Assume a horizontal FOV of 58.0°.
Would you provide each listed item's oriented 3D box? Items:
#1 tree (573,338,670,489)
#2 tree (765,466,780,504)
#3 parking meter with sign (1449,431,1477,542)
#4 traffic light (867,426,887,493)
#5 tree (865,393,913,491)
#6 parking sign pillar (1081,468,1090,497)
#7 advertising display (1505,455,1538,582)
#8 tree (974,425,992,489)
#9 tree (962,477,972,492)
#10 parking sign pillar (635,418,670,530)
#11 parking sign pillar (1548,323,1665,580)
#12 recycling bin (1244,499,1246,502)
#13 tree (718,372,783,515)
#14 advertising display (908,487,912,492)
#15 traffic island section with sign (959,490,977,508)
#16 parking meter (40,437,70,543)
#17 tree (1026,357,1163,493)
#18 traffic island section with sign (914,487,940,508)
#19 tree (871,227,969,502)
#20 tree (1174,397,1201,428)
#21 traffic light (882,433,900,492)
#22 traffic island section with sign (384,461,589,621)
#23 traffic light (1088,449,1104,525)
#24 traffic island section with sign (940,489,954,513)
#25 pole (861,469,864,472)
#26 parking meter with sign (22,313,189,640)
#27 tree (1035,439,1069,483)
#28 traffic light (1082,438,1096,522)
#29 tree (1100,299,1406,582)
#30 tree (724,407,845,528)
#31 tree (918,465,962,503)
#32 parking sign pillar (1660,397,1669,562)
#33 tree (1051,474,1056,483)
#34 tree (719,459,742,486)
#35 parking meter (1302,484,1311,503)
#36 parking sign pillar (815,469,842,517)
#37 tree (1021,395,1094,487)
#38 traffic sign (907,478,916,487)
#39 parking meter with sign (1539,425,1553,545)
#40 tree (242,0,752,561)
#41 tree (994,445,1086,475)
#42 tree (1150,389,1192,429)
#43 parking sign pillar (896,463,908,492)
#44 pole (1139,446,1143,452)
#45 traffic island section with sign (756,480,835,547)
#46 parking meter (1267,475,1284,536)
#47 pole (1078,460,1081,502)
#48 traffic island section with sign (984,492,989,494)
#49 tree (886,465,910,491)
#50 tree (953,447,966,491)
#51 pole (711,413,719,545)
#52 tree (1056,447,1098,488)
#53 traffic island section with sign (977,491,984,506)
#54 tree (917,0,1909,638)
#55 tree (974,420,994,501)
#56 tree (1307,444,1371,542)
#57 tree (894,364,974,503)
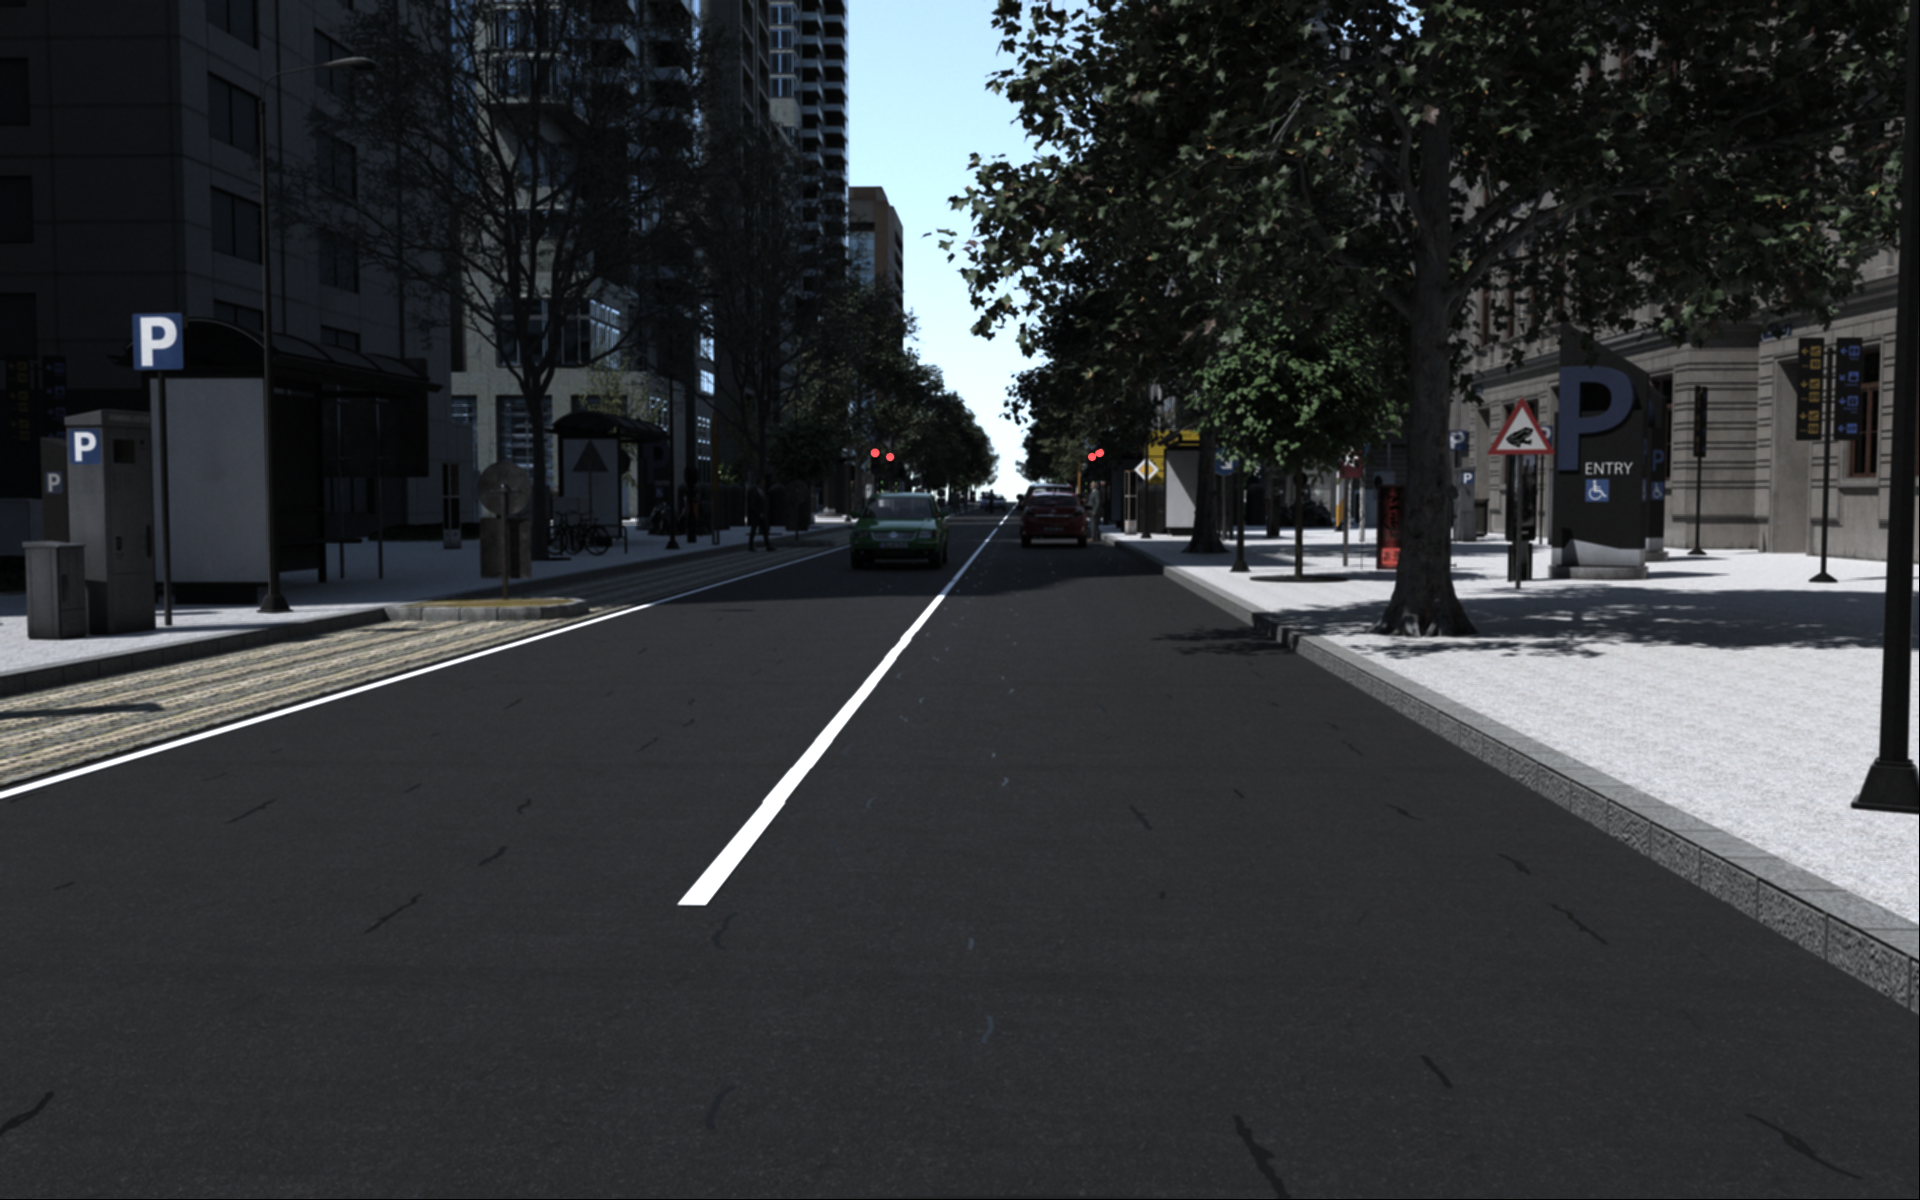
[{"bbox_3d":[-16.225,-8.087,82.579,4.737,8.622,4.395,0,3,0],"label":"tree"},{"bbox_3d":[-12.923,-7.522,117.586,1.663,3.219,1.824,0,3,0],"label":"tree"},{"bbox_3d":[13.630,-3.096,46.880,0.543,3.016,1.738,0,4,2],"label":"parking meter with sign"},{"bbox_3d":[-3.475,-5.071,71.825,0.839,4.253,0.868,0,4,2],"label":"traffic light"},{"bbox_3d":[-4.824,-10.301,118.790,4.360,8.622,3.978,0,3,0],"label":"tree"},{"bbox_3d":[10.032,-8.976,135.229,1.447,3.967,1.447,-3,5,-39],"label":"parking sign pillar"},{"bbox_3d":[8.306,-1.249,25.638,0.123,1.923,0.974,3,4,37],"label":"advertising display"},{"bbox_3d":[0.633,-20.414,251.897,7.486,12.596,7.792,0,3,0],"label":"tree"},{"bbox_3d":[0.129,-15.140,231.259,4.285,4.588,4.351,0,3,0],"label":"tree"},{"bbox_3d":[-10.892,-4.493,61.938,1.447,3.967,1.447,3,5,42],"label":"parking sign pillar"},{"bbox_3d":[9.754,-2.318,26.373,1.447,3.967,1.447,2,4,32],"label":"parking sign pillar"},{"bbox_3d":[15.461,-4.877,92.293,0.722,1.027,0.722,-3,5,-43],"label":"recycling bin"},{"bbox_3d":[-12.801,-9.498,105.646,4.737,8.622,4.395,0,3,0],"label":"tree"},{"bbox_3d":[-4.308,-8.191,139.138,0.974,1.923,0.123,1,4,19],"label":"advertising display"},{"bbox_3d":[0.513,-10.436,179.252,1.989,1.847,2.006,0,4,2],"label":"traffic island section with sign"},{"bbox_3d":[-9.229,-0.745,17.885,0.399,1.863,0.255,1,4,18],"label":"parking meter"},{"bbox_3d":[7.748,-10.854,95.590,7.486,12.596,7.792,0,3,0],"label":"tree"},{"bbox_3d":[-2.357,-5.762,102.830,1.989,1.847,2.006,0,4,2],"label":"traffic island section with sign"},{"bbox_3d":[-6.305,-8.780,53.931,12.009,13.543,11.850,0,3,0],"label":"tree"},{"bbox_3d":[16.577,-10.688,125.116,4.737,8.622,4.395,0,3,0],"label":"tree"},{"bbox_3d":[-3.176,-5.559,79.805,0.839,4.253,0.868,0,4,2],"label":"traffic light"},{"bbox_3d":[-5.463,-0.716,20.343,1.989,1.847,2.006,0,4,2],"label":"traffic island section with sign"},{"bbox_3d":[5.730,-5.051,71.497,0.839,4.253,0.868,0,4,2],"label":"traffic light"},{"bbox_3d":[-1.349,-7.409,129.767,1.989,1.847,2.006,0,4,2],"label":"traffic island section with sign"},{"bbox_3d":[-7.754,-8.833,138.262,0.158,3.312,0.155,0,3,0],"label":"pole"},{"bbox_3d":[-7.874,-1.207,15.988,0.543,3.016,1.738,1,4,11],"label":"parking meter with sign"},{"bbox_3d":[9.750,-13.457,170.392,4.737,8.622,4.395,0,3,0],"label":"tree"},{"bbox_3d":[6.030,-5.539,79.477,0.839,4.253,0.868,0,4,2],"label":"traffic light"},{"bbox_3d":[5.009,-2.573,25.775,4.285,4.588,4.351,0,3,0],"label":"tree"},{"bbox_3d":[-5.956,-5.005,65.538,4.285,4.588,4.351,0,3,0],"label":"tree"},{"bbox_3d":[-2.486,-11.511,171.922,4.285,4.588,4.351,0,3,0],"label":"tree"},{"bbox_3d":[12.857,-2.736,33.205,1.447,3.967,1.447,-2,4,-28],"label":"parking sign pillar"},{"bbox_3d":[11.276,-12.254,184.069,4.285,4.588,4.351,0,3,0],"label":"tree"},{"bbox_3d":[-13.066,-6.139,94.975,1.663,3.219,1.824,0,3,0],"label":"tree"},{"bbox_3d":[17.800,-5.091,88.950,0.399,1.863,0.255,1,4,19],"label":"parking meter"},{"bbox_3d":[-7.311,-6.631,96.895,1.447,3.967,1.447,-1,4,-16],"label":"parking sign pillar"},{"bbox_3d":[7.906,-11.729,126.177,7.601,10.594,8.767,-2,4,-24],"label":"tree"},{"bbox_3d":[-3.689,-7.736,126.492,0.884,2.594,0.081,0,4,6],"label":"traffic sign"},{"bbox_3d":[15.078,-2.876,43.288,0.543,3.016,1.738,-1,4,-19],"label":"parking meter with sign"},{"bbox_3d":[-8.113,-7.501,33.013,12.009,13.543,11.850,0,3,0],"label":"tree"},{"bbox_3d":[13.370,-20.182,240.342,12.009,13.543,11.850,0,3,0],"label":"tree"},{"bbox_3d":[14.008,-10.256,118.054,4.360,8.622,3.978,0,3,0],"label":"tree"},{"bbox_3d":[-4.661,-8.830,132.845,1.447,3.967,1.447,-1,4,-22],"label":"parking sign pillar"},{"bbox_3d":[7.498,-4.764,71.728,0.158,3.312,0.155,0,3,0],"label":"pole"},{"bbox_3d":[-4.446,-2.364,47.279,1.989,1.847,2.006,0,4,2],"label":"traffic island section with sign"},{"bbox_3d":[9.536,-2.872,52.672,0.255,1.863,0.399,-1,4,-22],"label":"parking meter"},{"bbox_3d":[6.983,-6.582,101.458,0.158,3.312,0.155,0,3,0],"label":"pole"},{"bbox_3d":[3.584,-15.448,261.200,1.989,1.847,2.006,0,4,2],"label":"traffic island section with sign"},{"bbox_3d":[-4.159,-7.298,113.927,1.663,3.219,1.824,0,3,0],"label":"tree"},{"bbox_3d":[-0.664,-15.891,210.182,4.737,8.622,4.395,0,3,0],"label":"tree"},{"bbox_3d":[-6.190,-3.054,43.781,0.158,3.312,0.155,0,3,0],"label":"pole"},{"bbox_3d":[7.780,-6.157,84.378,4.285,4.588,4.351,0,3,0],"label":"tree"},{"bbox_3d":[1.537,-12.092,206.333,1.989,1.847,2.006,0,4,2],"label":"traffic island section with sign"},{"bbox_3d":[4.390,-6.034,15.672,9.611,12.733,9.660,0,3,0],"label":"tree"},{"bbox_3d":[1.167,-21.947,269.194,12.009,13.543,11.850,0,3,0],"label":"tree"},{"bbox_3d":[10.584,-5.875,46.417,4.737,8.622,4.395,0,3,0],"label":"tree"},{"bbox_3d":[-3.098,-14.229,150.776,7.486,12.596,7.792,0,3,0],"label":"tree"}]
